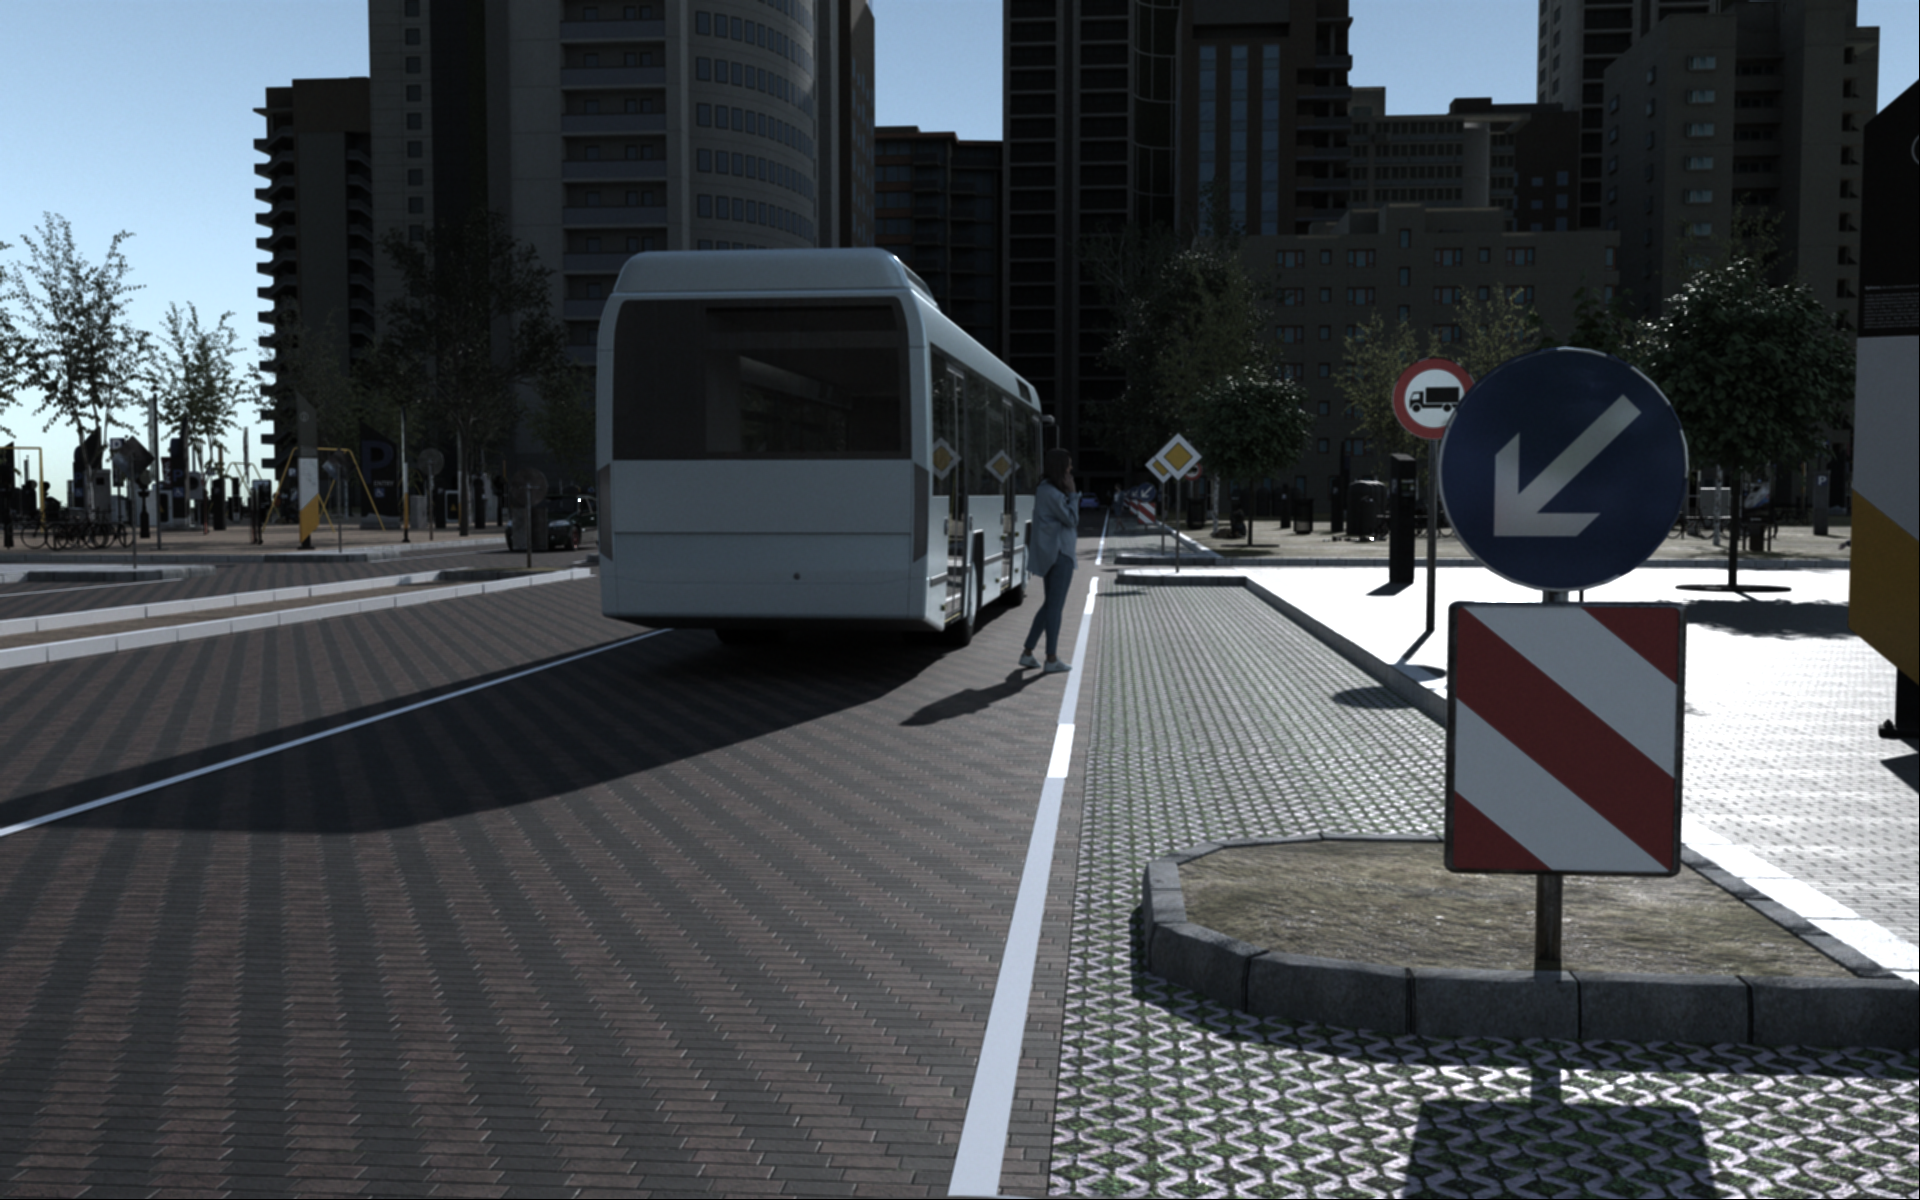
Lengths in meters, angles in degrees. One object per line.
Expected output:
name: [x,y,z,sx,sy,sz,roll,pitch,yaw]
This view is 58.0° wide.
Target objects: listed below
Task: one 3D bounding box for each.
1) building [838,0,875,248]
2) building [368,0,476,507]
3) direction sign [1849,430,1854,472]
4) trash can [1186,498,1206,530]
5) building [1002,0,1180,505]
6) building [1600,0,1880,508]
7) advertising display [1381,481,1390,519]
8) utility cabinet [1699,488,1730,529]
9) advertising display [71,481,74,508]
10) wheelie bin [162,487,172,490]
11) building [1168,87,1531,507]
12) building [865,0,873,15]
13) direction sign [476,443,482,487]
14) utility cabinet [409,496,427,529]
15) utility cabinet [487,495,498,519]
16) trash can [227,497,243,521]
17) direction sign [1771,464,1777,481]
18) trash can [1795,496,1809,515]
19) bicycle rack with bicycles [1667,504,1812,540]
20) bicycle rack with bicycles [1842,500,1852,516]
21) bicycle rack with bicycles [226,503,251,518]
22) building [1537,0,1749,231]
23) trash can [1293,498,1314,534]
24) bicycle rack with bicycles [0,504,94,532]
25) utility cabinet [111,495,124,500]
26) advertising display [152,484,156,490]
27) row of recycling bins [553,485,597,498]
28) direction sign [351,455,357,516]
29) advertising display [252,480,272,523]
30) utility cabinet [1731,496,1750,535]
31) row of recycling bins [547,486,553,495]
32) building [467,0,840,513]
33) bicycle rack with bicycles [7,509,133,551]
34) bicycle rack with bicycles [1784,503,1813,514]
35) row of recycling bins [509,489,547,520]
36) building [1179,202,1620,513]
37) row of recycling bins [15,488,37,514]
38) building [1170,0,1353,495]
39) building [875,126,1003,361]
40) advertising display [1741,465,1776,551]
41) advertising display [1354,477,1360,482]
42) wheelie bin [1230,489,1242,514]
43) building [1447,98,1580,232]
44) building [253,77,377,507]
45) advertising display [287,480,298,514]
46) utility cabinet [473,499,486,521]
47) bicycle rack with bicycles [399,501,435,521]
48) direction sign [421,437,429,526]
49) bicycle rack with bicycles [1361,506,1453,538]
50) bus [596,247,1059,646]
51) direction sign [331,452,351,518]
building: [-15.060,-30.461,148.141,14.600,45.320,14.200,0,4,5]
building: [-46.664,-45.313,179.119,20.611,71.187,20.563,0,4,5]
direction sign: [31.693,-4.208,60.801,0.876,3.537,0.379,1,4,23]
trash can: [8.550,-3.127,62.773,0.748,1.137,0.748,0,3,0]
building: [15.845,-46.913,205.287,20.611,71.187,20.563,0,4,5]
building: [76.042,-33.332,168.674,21.600,48.544,21.300,0,4,5]
advertising display: [21.468,-5.061,87.956,0.974,1.923,0.123,-3,4,-38]
utility cabinet: [27.646,-3.356,63.556,1.173,1.500,0.318,3,5,42]
advertising display: [-42.250,-4.756,82.975,0.974,1.923,0.123,2,4,33]
wheelie bin: [-36.534,-4.410,80.005,0.693,1.594,0.980,1,4,21]
building: [36.684,-29.249,170.101,32.217,40.220,23.993,0,4,5]
building: [-21.131,-52.706,174.415,31.000,86.520,22.319,0,4,5]
direction sign: [-21.359,-5.194,76.917,0.379,3.537,0.876,-2,4,-29]
utility cabinet: [-20.191,-3.268,64.600,0.306,1.237,1.020,0,4,2]
utility cabinet: [-23.830,-4.697,87.951,0.306,1.237,1.020,-3,5,-42]
trash can: [-34.627,-4.348,82.737,0.748,1.137,0.748,0,3,0]
direction sign: [48.002,-6.762,102.562,0.876,3.537,0.379,-2,4,-24]
trash can: [51.320,-5.745,105.581,0.748,1.137,0.748,0,3,0]
bicycle rack with bicycles: [22.087,-2.215,49.593,2.852,0.926,2.925,-2,4,-32]
bicycle rack with bicycles: [52.085,-5.279,99.698,2.852,0.926,2.925,3,5,42]
bicycle rack with bicycles: [-39.044,-4.956,94.419,2.925,0.926,2.852,-3,5,-41]
building: [79.199,-46.579,199.816,20.611,71.187,20.563,0,4,5]
trash can: [11.069,-2.702,55.833,0.748,1.137,0.748,0,3,0]
bicycle rack with bicycles: [-34.296,-3.148,64.852,2.925,0.926,2.852,-1,4,-21]
utility cabinet: [-51.093,-5.718,104.656,1.020,1.237,0.306,0,4,-1]
advertising display: [-49.732,-6.270,107.725,0.974,1.923,0.123,0,4,4]
row of recycling bins: [-16.729,-4.402,79.082,1.069,1.692,3.534,3,4,36]
direction sign: [-36.559,-6.831,103.676,0.379,3.537,0.876,1,4,18]
advertising display: [-31.278,-4.429,77.630,0.974,1.923,0.123,1,4,20]
utility cabinet: [24.561,-2.639,54.303,1.020,1.237,0.306,-3,4,-37]
row of recycling bins: [-21.671,-5.254,93.017,1.069,1.692,3.534,1,4,10]
building: [-21.445,-35.783,127.048,21.231,58.520,28.212,0,4,5]
bicycle rack with bicycles: [-20.807,-1.676,40.786,2.852,0.926,2.925,2,4,30]
bicycle rack with bicycles: [33.995,-3.586,72.015,2.925,0.926,2.852,1,4,22]
row of recycling bins: [-14.968,-3.214,59.660,1.069,1.692,3.534,-1,4,-17]
building: [30.712,-17.392,129.399,27.650,21.520,28.899,0,4,5]
row of recycling bins: [-59.645,-6.216,108.749,1.069,1.692,3.534,2,4,24]
building: [25.914,-30.659,151.388,14.600,45.320,14.200,0,4,5]
building: [-8.714,-33.921,209.237,28.867,44.769,22.147,0,4,5]
advertising display: [18.070,-2.081,39.233,0.123,1.923,0.974,-1,4,-13]
advertising display: [15.021,-3.690,65.550,0.123,1.923,0.974,0,4,8]
wheelie bin: [16.413,-5.780,102.404,0.980,1.594,0.693,3,5,40]
building: [61.577,-33.564,198.884,14.200,45.320,14.600,0,4,5]
building: [-64.446,-32.655,184.027,14.200,45.320,14.600,0,4,5]
advertising display: [-31.527,-4.687,81.853,0.123,1.923,0.974,0,4,0]
utility cabinet: [-22.614,-4.455,81.520,0.318,1.500,1.173,-2,4,-29]
bicycle rack with bicycles: [-25.973,-4.289,83.505,2.925,0.926,2.852,-2,4,-24]
direction sign: [-21.462,-4.726,69.266,0.379,3.537,0.876,-1,4,-23]
bicycle rack with bicycles: [13.370,-2.352,51.834,2.925,0.926,2.852,0,4,-4]
bus: [-0.722,-1.514,19.618,2.948,3.499,13.247,0,4,7]
direction sign: [-33.582,-6.212,93.569,0.876,3.537,0.379,1,4,21]
